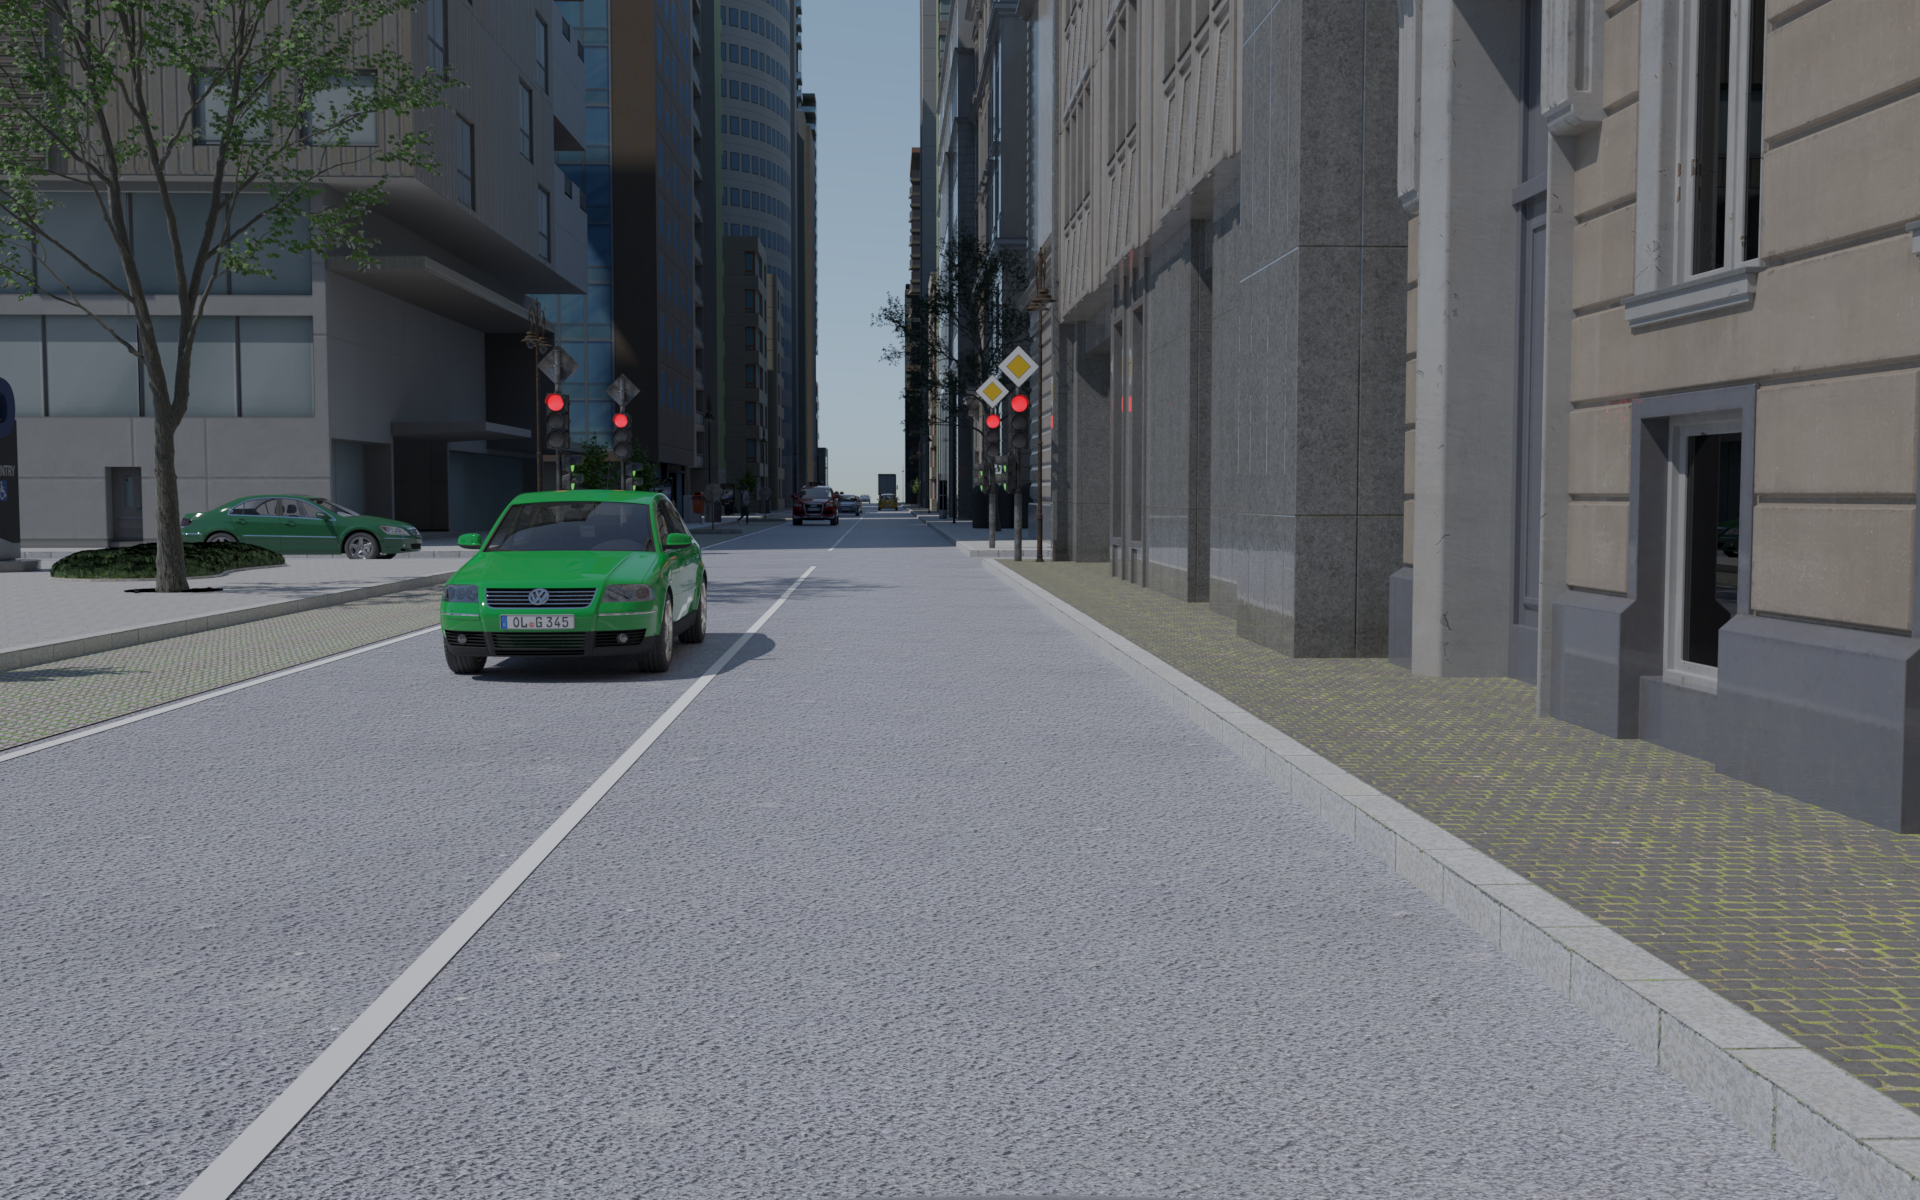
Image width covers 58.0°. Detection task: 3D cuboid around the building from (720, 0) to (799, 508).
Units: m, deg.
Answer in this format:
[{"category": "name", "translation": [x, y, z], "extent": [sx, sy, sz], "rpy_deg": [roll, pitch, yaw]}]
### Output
[{"category": "building", "translation": [-26.030, -37.647, 157.529], "extent": [21.231, 58.520, 28.212], "rpy_deg": [0, 4, -2]}]

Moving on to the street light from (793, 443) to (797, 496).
[{"category": "street light", "translation": [-14.930, -11.280, 157.208], "extent": [0.468, 5.910, 1.993], "rpy_deg": [0, 4, -2]}]

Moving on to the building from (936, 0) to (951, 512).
[{"category": "building", "translation": [5.248, -27.106, 126.773], "extent": [14.154, 41.232, 14.086], "rpy_deg": [0, 4, -2]}]

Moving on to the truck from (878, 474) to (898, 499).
[{"category": "truck", "translation": [-10.210, -15.600, 243.972], "extent": [2.839, 4.237, 11.283], "rpy_deg": [0, 4, -1]}]

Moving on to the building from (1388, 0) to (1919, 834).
[{"category": "building", "translation": [9.886, -13.269, 2.861], "extent": [13.634, 28.700, 20.117], "rpy_deg": [0, 4, -2]}]

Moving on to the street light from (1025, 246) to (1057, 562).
[{"category": "street light", "translation": [1.508, -3.656, 32.563], "extent": [0.468, 5.910, 1.993], "rpy_deg": [0, 4, -2]}]

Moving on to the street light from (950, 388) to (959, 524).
[{"category": "street light", "translation": [-0.256, -6.273, 75.351], "extent": [0.468, 5.910, 1.993], "rpy_deg": [0, 4, -2]}]

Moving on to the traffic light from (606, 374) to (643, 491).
[{"category": "traffic light", "translation": [-7.860, -3.155, 40.500], "extent": [0.839, 4.253, 0.868], "rpy_deg": [0, 4, -2]}]

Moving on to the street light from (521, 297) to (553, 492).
[{"category": "street light", "translation": [-9.947, -4.164, 40.877], "extent": [0.468, 5.910, 1.993], "rpy_deg": [0, 4, -2]}]

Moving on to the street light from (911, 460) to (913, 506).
[{"category": "street light", "translation": [-5.323, -13.415, 192.119], "extent": [0.468, 5.910, 1.993], "rpy_deg": [0, 4, -2]}]

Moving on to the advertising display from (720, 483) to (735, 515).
[{"category": "advertising display", "translation": [-13.955, -6.037, 103.916], "extent": [0.974, 1.923, 0.123], "rpy_deg": [2, 4, 28]}]

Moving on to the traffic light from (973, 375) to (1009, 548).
[{"category": "traffic light", "translation": [0.743, -3.178, 40.887], "extent": [0.839, 4.253, 0.868], "rpy_deg": [0, 4, -2]}]

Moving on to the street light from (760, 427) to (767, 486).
[{"category": "street light", "translation": [-13.253, -8.829, 117.139], "extent": [0.468, 5.910, 1.993], "rpy_deg": [0, 4, -2]}]

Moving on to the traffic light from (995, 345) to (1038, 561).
[{"category": "traffic light", "translation": [1.088, -2.690, 32.909], "extent": [0.839, 4.253, 0.868], "rpy_deg": [0, 4, -2]}]

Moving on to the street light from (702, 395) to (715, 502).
[{"category": "street light", "translation": [-11.709, -6.615, 80.942], "extent": [0.468, 5.910, 1.993], "rpy_deg": [0, 4, -2]}]

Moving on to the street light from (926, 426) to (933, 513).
[{"category": "street light", "translation": [-2.059, -8.726, 115.453], "extent": [0.468, 5.910, 1.993], "rpy_deg": [0, 4, -2]}]

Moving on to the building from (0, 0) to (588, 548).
[{"category": "building", "translation": [-26.660, -28.281, 51.642], "extent": [28.713, 52.752, 27.495], "rpy_deg": [0, 4, -2]}]

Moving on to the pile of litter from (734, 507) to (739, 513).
[{"category": "pile of litter", "translation": [-15.317, -6.131, 114.212], "extent": [1.719, 0.858, 1.176], "rpy_deg": [-2, 4, -24]}]

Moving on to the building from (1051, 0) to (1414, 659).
[{"category": "building", "translation": [8.170, -12.532, 22.913], "extent": [12.078, 24.808, 19.932], "rpy_deg": [0, 4, -2]}]

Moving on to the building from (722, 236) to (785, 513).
[{"category": "building", "translation": [-27.943, -17.432, 130.047], "extent": [27.650, 21.520, 28.899], "rpy_deg": [0, 4, -2]}]

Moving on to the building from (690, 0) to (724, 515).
[{"category": "building", "translation": [-21.780, -25.661, 103.146], "extent": [14.154, 41.232, 14.086], "rpy_deg": [0, 4, -2]}]

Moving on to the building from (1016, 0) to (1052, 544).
[{"category": "building", "translation": [11.446, -13.276, 45.944], "extent": [19.941, 23.489, 11.050], "rpy_deg": [0, 4, -2]}]

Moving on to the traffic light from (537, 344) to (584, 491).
[{"category": "traffic light", "translation": [-7.514, -2.667, 32.522], "extent": [0.839, 4.253, 0.868], "rpy_deg": [0, 4, -2]}]

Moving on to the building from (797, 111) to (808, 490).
[{"category": "building", "translation": [-23.178, -30.319, 179.309], "extent": [14.154, 41.232, 14.086], "rpy_deg": [0, 4, -2]}]

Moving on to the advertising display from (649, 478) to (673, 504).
[{"category": "advertising display", "translation": [-11.730, -3.835, 67.923], "extent": [0.974, 1.923, 0.123], "rpy_deg": [1, 4, 13]}]

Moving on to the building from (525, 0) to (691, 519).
[{"category": "building", "translation": [-20.315, -26.352, 80.963], "extent": [14.600, 45.320, 14.200], "rpy_deg": [0, 4, -2]}]

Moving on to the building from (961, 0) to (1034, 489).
[{"category": "building", "translation": [7.297, -17.702, 75.338], "extent": [13.634, 28.700, 20.117], "rpy_deg": [0, 4, -2]}]

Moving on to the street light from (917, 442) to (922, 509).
[{"category": "street light", "translation": [-3.574, -10.964, 152.054], "extent": [0.468, 5.910, 1.993], "rpy_deg": [0, 4, -2]}]

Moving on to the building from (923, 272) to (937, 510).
[{"category": "building", "translation": [10.953, -18.643, 149.859], "extent": [27.650, 21.520, 28.899], "rpy_deg": [0, 4, -2]}]

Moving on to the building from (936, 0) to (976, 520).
[{"category": "building", "translation": [4.622, -19.751, 100.424], "extent": [11.434, 29.767, 29.804], "rpy_deg": [0, 4, -2]}]

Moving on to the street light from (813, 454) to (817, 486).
[{"category": "street light", "translation": [-16.791, -13.910, 200.209], "extent": [0.468, 5.910, 1.993], "rpy_deg": [0, 4, -2]}]
